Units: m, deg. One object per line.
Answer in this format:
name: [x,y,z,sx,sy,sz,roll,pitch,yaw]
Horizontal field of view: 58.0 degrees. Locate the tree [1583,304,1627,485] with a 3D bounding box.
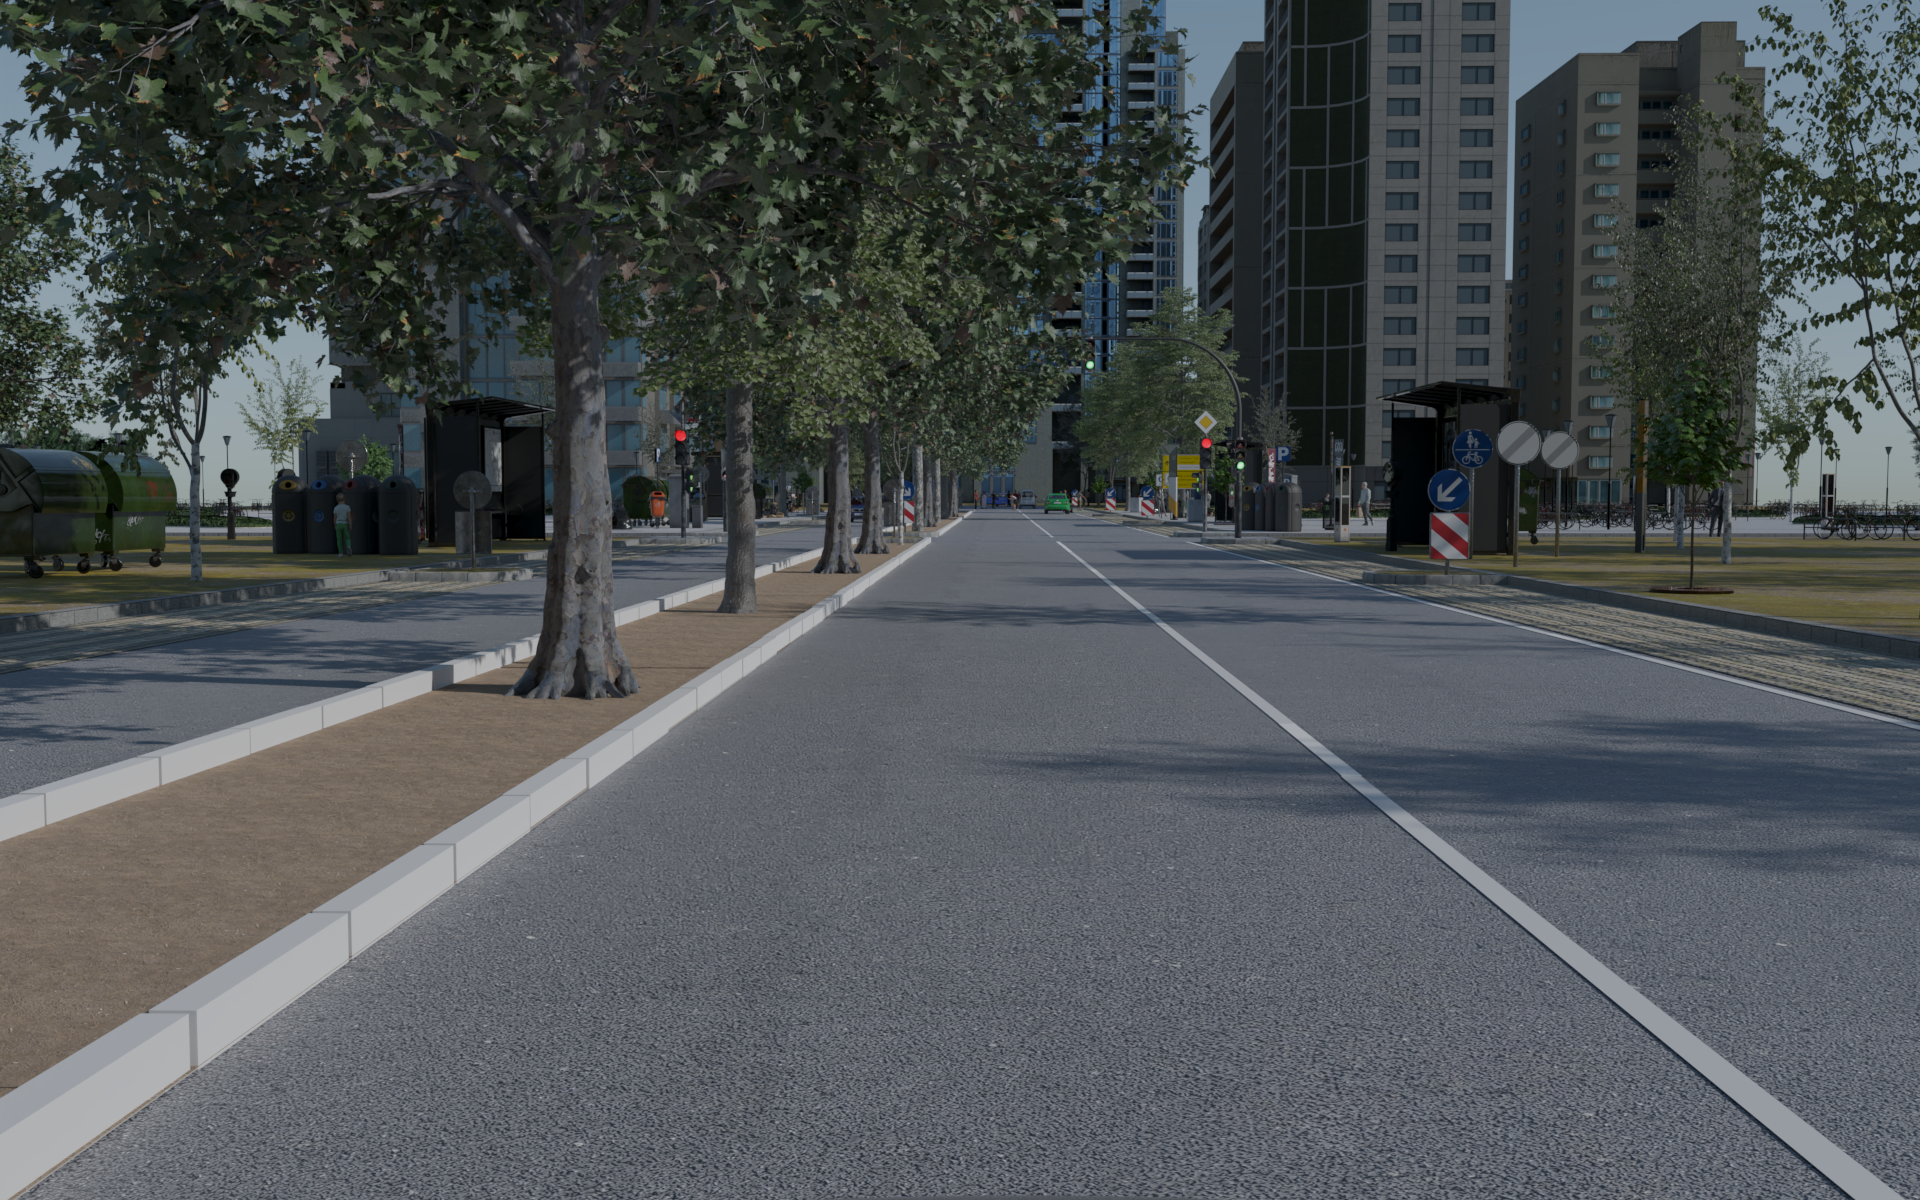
tree: [19.423,-5.914,47.059,4.737,8.622,4.395,0,3,0]

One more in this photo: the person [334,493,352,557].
person: [-12.571,-1.529,35.297,0.306,1.304,0.590,-3,4,-36]

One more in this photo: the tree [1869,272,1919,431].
tree: [25.306,-5.688,43.358,4.360,8.622,3.978,0,3,0]

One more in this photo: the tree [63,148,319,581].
tree: [-11.286,-4.599,25.554,4.737,8.622,4.395,0,3,0]

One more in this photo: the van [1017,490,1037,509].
van: [6.695,-10.109,172.299,2.013,2.044,4.112,0,4,1]

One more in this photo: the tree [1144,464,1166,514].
tree: [12.635,-7.093,110.576,1.663,3.219,1.824,0,3,0]

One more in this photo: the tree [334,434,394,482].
tree: [-32.644,-6.815,95.137,4.285,4.588,4.351,0,3,0]

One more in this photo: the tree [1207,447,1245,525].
tree: [10.910,-4.721,71.795,1.663,3.219,1.824,0,3,0]

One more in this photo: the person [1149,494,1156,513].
person: [12.385,-6.555,112.577,0.648,1.900,0.474,-1,4,-12]

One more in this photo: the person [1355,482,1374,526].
person: [16.442,-3.904,70.357,0.515,1.767,0.782,-2,4,-24]

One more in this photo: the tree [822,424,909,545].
tree: [-1.678,-5.846,48.403,4.360,8.622,3.978,0,3,0]

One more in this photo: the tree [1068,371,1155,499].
tree: [12.694,-13.390,144.680,9.928,11.665,9.643,0,3,0]

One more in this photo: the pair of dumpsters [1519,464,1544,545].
pair of dumpsters: [14.094,-2.657,45.943,1.574,2.255,4.437,0,4,1]

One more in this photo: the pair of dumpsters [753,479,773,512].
pair of dumpsters: [-13.183,-6.776,113.287,1.574,2.255,4.437,0,4,1]

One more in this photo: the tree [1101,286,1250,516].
tree: [12.093,-10.828,95.161,7.486,12.596,7.792,0,3,0]

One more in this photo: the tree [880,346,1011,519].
tree: [-0.470,-12.735,117.323,9.857,13.997,8.962,0,3,0]

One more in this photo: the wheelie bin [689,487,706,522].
wheelie bin: [-12.001,-4.335,78.782,0.980,1.594,0.693,2,4,30]

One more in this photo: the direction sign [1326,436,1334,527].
direction sign: [14.598,-4.649,68.011,0.379,3.537,0.876,1,4,16]

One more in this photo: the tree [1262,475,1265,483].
tree: [13.991,-5.493,84.412,1.663,3.219,1.824,0,3,0]

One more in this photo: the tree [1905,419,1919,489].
tree: [67.560,-9.118,111.982,11.467,7.101,20.602,0,4,-1]

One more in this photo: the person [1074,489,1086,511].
person: [10.239,-8.558,148.429,1.348,1.824,0.705,3,5,42]

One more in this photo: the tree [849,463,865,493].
tree: [-8.956,-10.538,156.010,4.285,4.588,4.351,0,3,0]

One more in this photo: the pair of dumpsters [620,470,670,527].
pair of dumpsters: [-12.338,-4.042,68.572,1.574,2.255,4.437,0,4,1]

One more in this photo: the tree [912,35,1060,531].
tree: [-2.742,-12.541,63.398,12.611,20.169,13.585,0,3,0]

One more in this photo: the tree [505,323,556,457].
tree: [-17.312,-7.563,74.018,4.360,8.622,3.978,0,3,0]

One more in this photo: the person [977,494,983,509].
person: [2.084,-9.604,168.777,1.065,1.426,0.557,-3,4,-38]

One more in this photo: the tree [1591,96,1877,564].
tree: [13.868,-4.973,31.671,4.360,8.622,3.978,0,3,0]

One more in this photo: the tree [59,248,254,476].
tree: [-18.153,-5.502,40.327,4.360,8.622,3.978,0,3,0]

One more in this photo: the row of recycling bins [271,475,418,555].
row of recycling bins: [-13.157,-1.831,37.049,3.534,1.692,1.069,1,4,18]

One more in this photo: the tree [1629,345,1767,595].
tree: [9.682,-1.709,22.537,1.663,3.219,1.824,0,3,0]

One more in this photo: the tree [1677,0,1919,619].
tree: [9.910,-4.122,17.751,4.737,8.622,4.395,0,3,0]

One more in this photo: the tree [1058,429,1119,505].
tree: [14.867,-16.491,204.032,7.601,10.594,8.767,2,4,34]

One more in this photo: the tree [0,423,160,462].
tree: [-64.657,-9.665,120.925,11.467,7.101,20.602,0,4,-4]

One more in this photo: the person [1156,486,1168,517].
person: [11.391,-5.591,97.726,0.573,1.790,0.520,3,5,39]

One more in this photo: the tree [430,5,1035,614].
tree: [-2.741,-6.133,20.854,7.486,12.596,7.792,0,3,0]

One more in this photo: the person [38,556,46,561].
person: [-17.713,-1.664,33.344,0.679,1.850,0.850,-1,4,-10]

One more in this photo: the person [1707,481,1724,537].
person: [22.933,-2.717,52.287,0.648,1.900,0.474,0,4,7]

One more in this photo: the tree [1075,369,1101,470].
tree: [12.545,-12.958,129.998,7.486,12.596,7.792,0,3,0]

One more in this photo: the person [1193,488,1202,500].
person: [11.116,-4.564,80.845,0.419,1.800,0.721,-1,4,-18]

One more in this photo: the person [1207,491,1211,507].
person: [18.976,-7.585,132.659,0.523,1.515,0.503,1,4,23]

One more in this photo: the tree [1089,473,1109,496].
tree: [12.524,-9.904,156.526,1.663,3.219,1.824,0,3,0]

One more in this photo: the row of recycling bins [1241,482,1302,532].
row of recycling bins: [10.802,-3.241,60.110,1.069,1.692,3.534,-1,4,-17]

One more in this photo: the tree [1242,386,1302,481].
tree: [21.121,-10.191,116.982,4.360,8.622,3.978,0,3,0]

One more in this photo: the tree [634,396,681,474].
tree: [-22.545,-10.977,129.834,4.360,8.622,3.978,0,3,0]

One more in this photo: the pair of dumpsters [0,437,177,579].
pair of dumpsters: [-14.494,-1.571,28.176,1.574,2.255,4.437,0,4,1]

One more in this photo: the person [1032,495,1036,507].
person: [8.411,-11.651,199.080,0.705,1.812,1.348,2,4,32]

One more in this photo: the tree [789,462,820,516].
tree: [-9.447,-6.676,103.753,1.663,3.219,1.824,0,3,0]

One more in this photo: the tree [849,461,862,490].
tree: [-8.588,-11.916,145.186,4.737,8.622,4.395,0,3,0]

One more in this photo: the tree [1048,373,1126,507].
tree: [13.978,-16.183,174.964,12.009,13.543,11.850,0,3,0]

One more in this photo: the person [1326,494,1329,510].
person: [20.798,-5.392,98.447,0.590,1.304,0.306,1,4,23]

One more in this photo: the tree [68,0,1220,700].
tree: [-2.729,-5.673,12.216,9.611,12.733,9.660,0,3,0]
